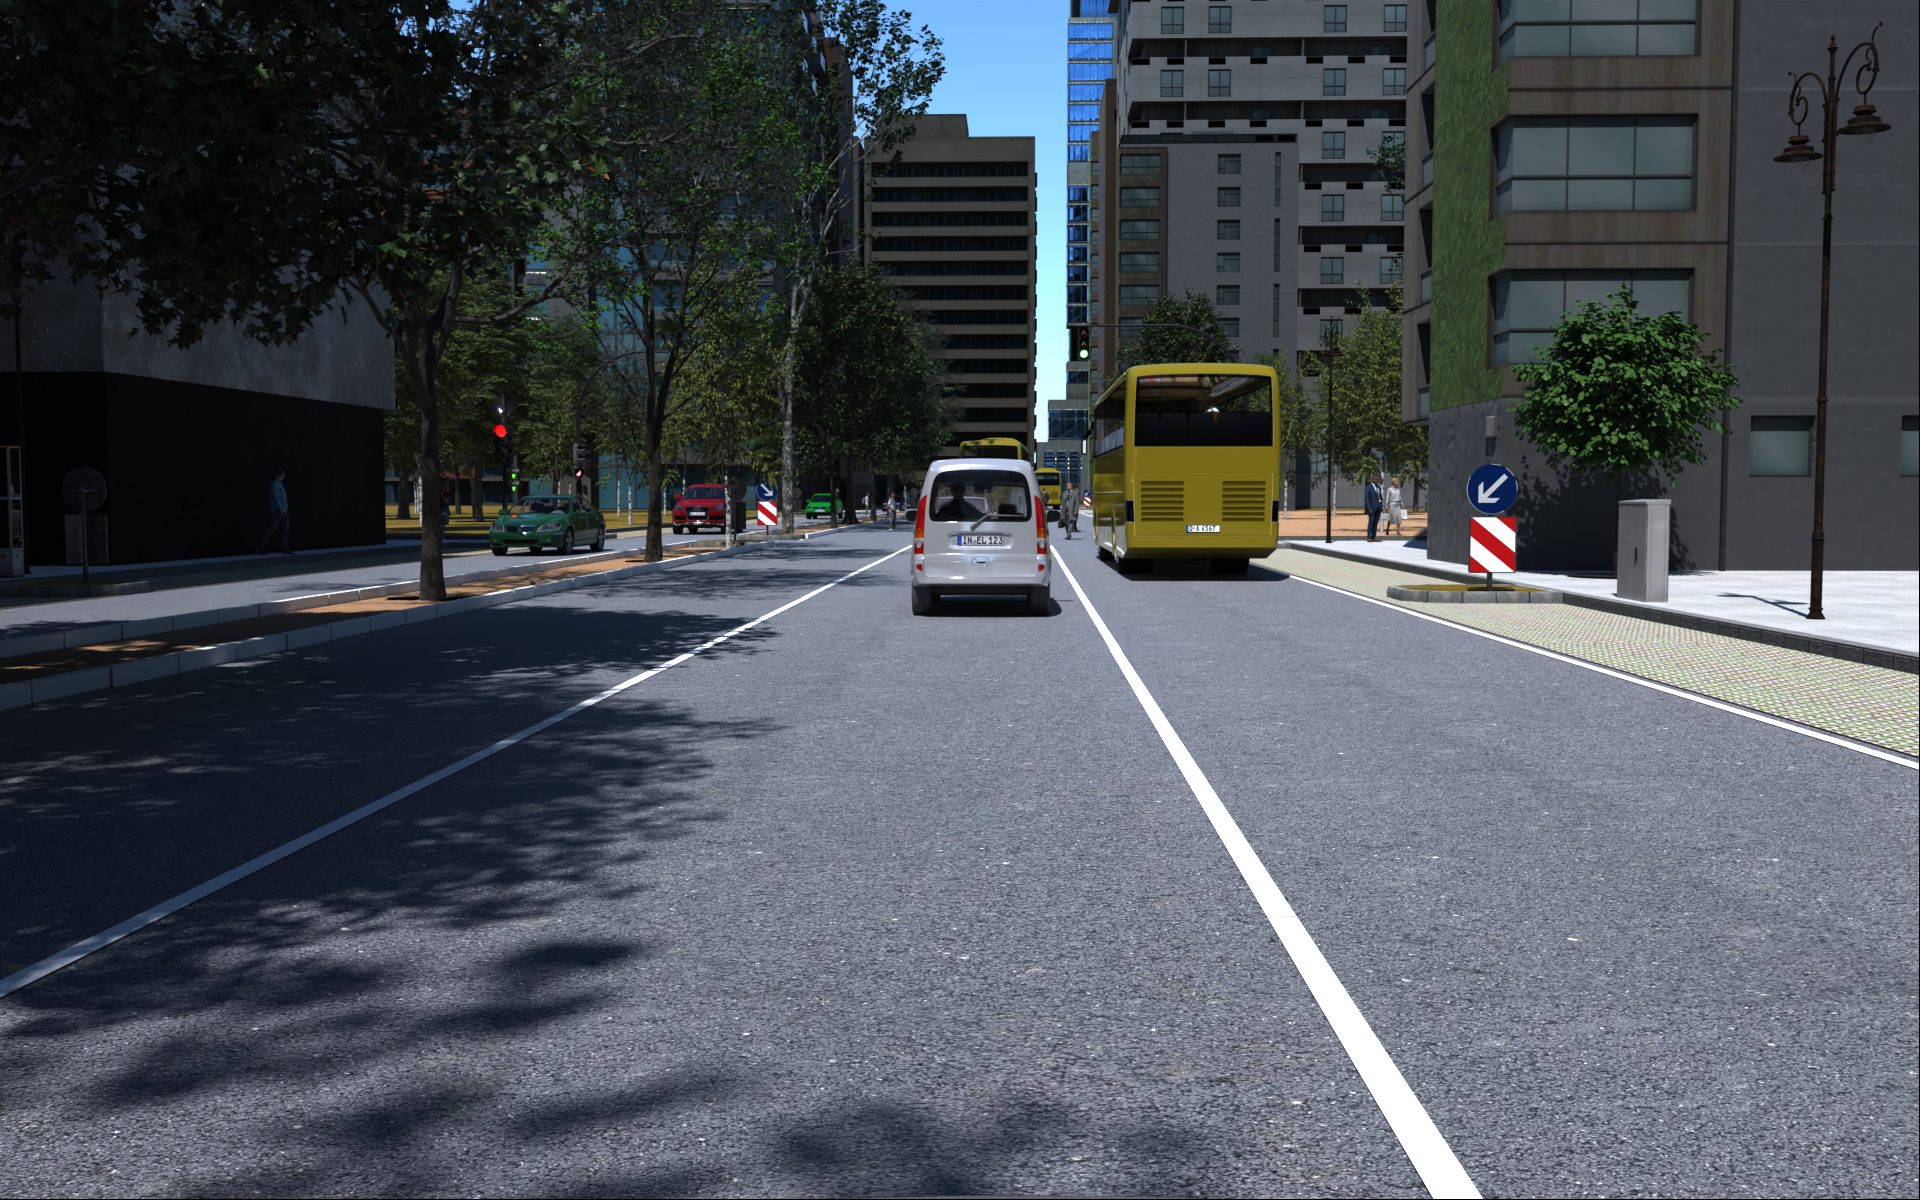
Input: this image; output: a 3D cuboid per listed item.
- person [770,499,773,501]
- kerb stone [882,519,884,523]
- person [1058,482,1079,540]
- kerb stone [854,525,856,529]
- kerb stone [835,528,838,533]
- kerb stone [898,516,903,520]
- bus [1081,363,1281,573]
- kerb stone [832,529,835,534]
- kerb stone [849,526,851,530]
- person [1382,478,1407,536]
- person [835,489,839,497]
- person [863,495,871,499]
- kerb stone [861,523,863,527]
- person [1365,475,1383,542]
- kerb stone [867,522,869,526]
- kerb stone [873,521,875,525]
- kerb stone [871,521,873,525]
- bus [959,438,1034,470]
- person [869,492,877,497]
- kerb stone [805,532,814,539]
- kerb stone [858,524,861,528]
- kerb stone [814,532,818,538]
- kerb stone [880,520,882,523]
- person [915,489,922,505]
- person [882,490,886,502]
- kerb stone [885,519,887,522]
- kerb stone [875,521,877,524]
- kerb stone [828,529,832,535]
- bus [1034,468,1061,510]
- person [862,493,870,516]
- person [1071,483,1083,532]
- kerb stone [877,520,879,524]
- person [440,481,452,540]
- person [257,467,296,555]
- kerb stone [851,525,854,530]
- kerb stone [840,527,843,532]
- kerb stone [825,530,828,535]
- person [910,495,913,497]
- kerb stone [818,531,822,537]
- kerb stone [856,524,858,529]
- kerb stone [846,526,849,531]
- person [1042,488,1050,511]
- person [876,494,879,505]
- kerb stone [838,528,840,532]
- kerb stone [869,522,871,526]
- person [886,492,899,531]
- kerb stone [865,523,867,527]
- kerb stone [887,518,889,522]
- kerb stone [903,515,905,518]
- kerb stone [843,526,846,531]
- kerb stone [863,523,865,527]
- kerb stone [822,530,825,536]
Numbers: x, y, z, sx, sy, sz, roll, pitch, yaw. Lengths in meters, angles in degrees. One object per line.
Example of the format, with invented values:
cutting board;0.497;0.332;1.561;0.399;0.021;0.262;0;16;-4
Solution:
person;-10.201;-4.922;93.226;0.590;1.304;0.306;2;4;31
kerb stone;-3.940;-3.814;84.576;0.120;0.150;1.000;0;4;2
person;3.401;-2.802;54.408;0.694;1.812;0.767;2;4;31
kerb stone;-4.422;-2.933;70.223;0.120;0.150;1.000;0;4;2
kerb stone;-4.662;-2.500;63.071;0.120;0.150;1.000;0;4;2
kerb stone;-3.465;-4.691;98.899;0.120;0.150;1.000;0;4;2
bus;4.095;-2.602;34.091;2.896;3.916;12.252;0;4;2
kerb stone;-4.689;-2.438;62.049;0.120;0.150;1.000;0;4;2
kerb stone;-4.491;-2.813;68.180;0.120;0.150;1.000;0;4;2
person;13.493;-2.897;53.765;0.694;1.780;0.624;-1;4;-9
person;-8.761;-6.704;118.327;1.509;1.804;0.699;-2;4;-26
person;-10.116;-11.098;188.055;0.990;1.755;0.434;1;4;22
kerb stone;-4.326;-3.119;73.300;0.120;0.150;1.000;0;4;2
person;11.066;-2.455;46.359;0.721;1.800;0.419;-3;5;-41
kerb stone;-4.209;-3.314;76.371;0.120;0.150;1.000;0;4;2
kerb stone;-4.109;-3.502;79.453;0.120;0.150;1.000;0;4;2
kerb stone;-4.147;-3.439;78.424;0.120;0.150;1.000;0;4;2
bus;1.605;-5.093;74.812;2.896;3.916;12.252;0;4;4
person;-10.010;-11.784;198.704;0.705;1.826;1.348;3;5;40
kerb stone;-4.904;-2.062;55.905;0.120;0.150;1.000;0;4;2
kerb stone;-4.352;-3.063;72.273;0.120;0.150;1.000;0;4;2
kerb stone;-4.858;-2.124;56.927;0.120;0.150;1.000;0;4;2
kerb stone;-3.978;-3.750;83.555;0.120;0.150;1.000;0;4;2
person;-2.557;-6.215;110.530;0.576;1.772;0.534;-3;4;-39
person;-8.144;-10.836;185.634;0.705;1.831;1.348;1;4;11
kerb stone;-3.869;-3.937;86.622;0.120;0.150;1.000;0;4;2
kerb stone;-4.077;-3.565;80.477;0.120;0.150;1.000;0;4;2
kerb stone;-4.729;-2.375;61.019;0.120;0.150;1.000;0;4;2
bus;8.090;-10.391;161.442;2.896;3.916;12.252;0;4;2
person;-5.777;-5.876;107.165;0.503;1.515;0.523;2;4;32
person;4.388;-3.475;65.120;0.447;1.846;0.655;1;4;20
kerb stone;-4.042;-3.625;81.498;0.120;0.150;1.000;0;4;2
person;-15.175;-2.587;50.773;0.580;1.828;0.573;-1;4;-9
person;-14.406;-1.871;36.497;0.748;1.841;0.638;0;4;0
kerb stone;-4.458;-2.875;69.201;0.120;0.150;1.000;0;4;2
kerb stone;-4.591;-2.625;65.115;0.120;0.150;1.000;0;4;2
kerb stone;-4.760;-2.311;59.996;0.120;0.150;1.000;0;4;2
person;-5.497;-11.738;200.278;0.599;1.838;0.709;-2;4;-32
kerb stone;-4.826;-2.186;57.948;0.120;0.150;1.000;0;4;2
kerb stone;-4.389;-3.000;71.248;0.120;0.150;1.000;0;4;2
kerb stone;-4.518;-2.749;67.158;0.120;0.150;1.000;0;4;2
person;5.911;-6.830;120.132;0.822;1.834;0.622;2;4;24
person;-10.276;-12.414;211.408;0.705;1.831;1.348;2;4;33
kerb stone;-4.627;-2.560;64.093;0.120;0.150;1.000;0;4;2
kerb stone;-4.184;-3.376;77.400;0.120;0.150;1.000;0;4;2
person;-2.606;-3.427;67.129;0.523;1.515;0.503;0;4;-8
kerb stone;-4.251;-3.250;75.350;0.120;0.150;1.000;0;4;2
kerb stone;-3.841;-4.003;87.644;0.120;0.150;1.000;0;4;2
kerb stone;-3.420;-4.753;99.924;0.120;0.150;1.000;0;4;2
kerb stone;-4.557;-2.688;66.136;0.120;0.150;1.000;0;4;2
kerb stone;-4.280;-3.188;74.321;0.120;0.150;1.000;0;4;2
kerb stone;-4.789;-2.249;58.970;0.120;0.150;1.000;0;4;2
